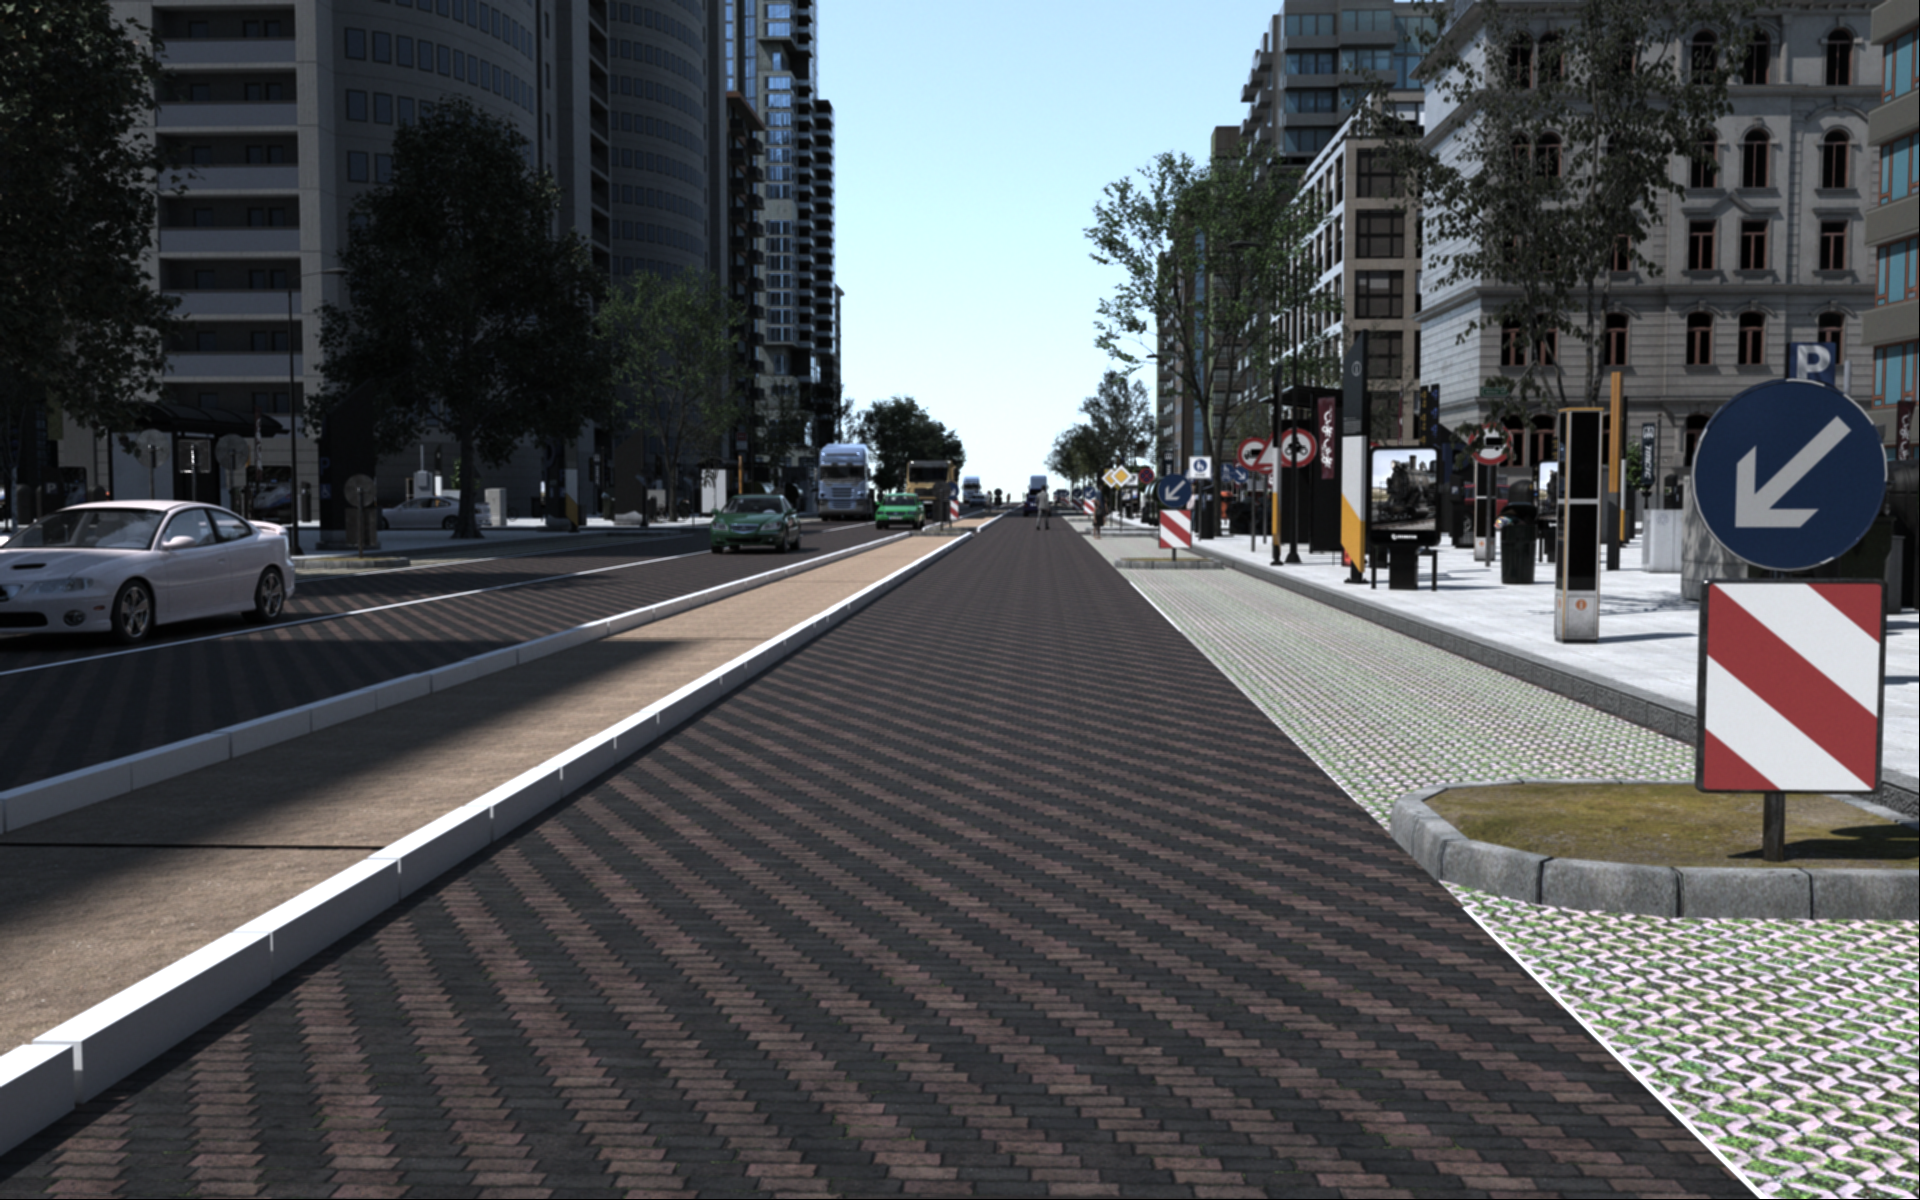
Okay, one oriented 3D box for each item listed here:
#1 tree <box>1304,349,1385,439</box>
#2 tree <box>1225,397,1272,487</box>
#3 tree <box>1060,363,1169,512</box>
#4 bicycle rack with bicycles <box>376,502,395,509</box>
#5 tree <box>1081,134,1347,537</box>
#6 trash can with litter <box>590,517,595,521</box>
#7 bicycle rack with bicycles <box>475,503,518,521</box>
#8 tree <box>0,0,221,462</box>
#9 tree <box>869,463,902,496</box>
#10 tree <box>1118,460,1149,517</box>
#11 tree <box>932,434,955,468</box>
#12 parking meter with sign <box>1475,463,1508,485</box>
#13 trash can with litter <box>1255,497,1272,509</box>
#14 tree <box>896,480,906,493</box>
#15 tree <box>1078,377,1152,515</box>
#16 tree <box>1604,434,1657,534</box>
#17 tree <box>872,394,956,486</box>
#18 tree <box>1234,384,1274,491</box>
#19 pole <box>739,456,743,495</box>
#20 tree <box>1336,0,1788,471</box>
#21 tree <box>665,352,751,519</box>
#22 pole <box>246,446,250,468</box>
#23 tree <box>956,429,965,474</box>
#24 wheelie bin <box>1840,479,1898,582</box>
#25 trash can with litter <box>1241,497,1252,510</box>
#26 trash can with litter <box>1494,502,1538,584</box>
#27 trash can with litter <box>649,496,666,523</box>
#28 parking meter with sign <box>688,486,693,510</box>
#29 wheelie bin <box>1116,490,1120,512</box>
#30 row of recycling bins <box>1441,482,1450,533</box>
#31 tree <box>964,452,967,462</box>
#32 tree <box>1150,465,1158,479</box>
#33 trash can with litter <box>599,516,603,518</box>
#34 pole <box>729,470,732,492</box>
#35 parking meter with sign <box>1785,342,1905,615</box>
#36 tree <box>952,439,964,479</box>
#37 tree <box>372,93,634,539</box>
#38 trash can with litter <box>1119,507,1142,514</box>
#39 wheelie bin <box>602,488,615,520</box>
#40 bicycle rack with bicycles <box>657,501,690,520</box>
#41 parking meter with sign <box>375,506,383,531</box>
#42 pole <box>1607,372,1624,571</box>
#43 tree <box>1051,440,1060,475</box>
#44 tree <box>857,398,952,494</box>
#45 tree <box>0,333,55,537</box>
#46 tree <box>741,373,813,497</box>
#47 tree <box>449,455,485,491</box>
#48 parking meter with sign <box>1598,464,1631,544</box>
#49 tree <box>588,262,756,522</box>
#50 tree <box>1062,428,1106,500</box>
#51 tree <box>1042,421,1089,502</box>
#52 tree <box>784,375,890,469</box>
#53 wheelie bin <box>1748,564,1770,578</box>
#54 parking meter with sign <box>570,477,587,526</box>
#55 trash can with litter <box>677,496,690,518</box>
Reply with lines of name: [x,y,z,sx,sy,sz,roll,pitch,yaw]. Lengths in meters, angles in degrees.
tree: [19.099,-8.365,87.128,4.737,8.622,4.395,0,3,0]
tree: [21.887,-11.043,130.919,4.737,8.622,4.395,0,3,0]
tree: [11.397,-11.579,123.733,7.601,10.594,8.767,0,4,7]
bicycle rack with bicycles: [-27.634,-4.088,80.221,2.925,0.926,2.852,0,4,-1]
tree: [7.577,-7.697,51.598,9.928,11.665,9.643,0,3,0]
trash can with litter: [-18.927,-4.424,83.388,2.233,1.210,1.678,3,5,42]
bicycle rack with bicycles: [-22.490,-4.216,82.314,2.925,0.926,2.852,-2,4,-25]
tree: [-15.112,-6.559,24.250,9.611,12.733,9.660,0,3,0]
tree: [-7.765,-11.981,179.606,4.285,4.588,4.351,0,3,0]
tree: [9.345,-6.165,95.404,1.663,3.219,1.824,0,3,0]
tree: [-3.885,-20.485,269.346,7.601,10.594,8.767,-1,4,-11]
parking meter with sign: [21.284,-4.419,68.512,1.738,3.016,0.543,1,4,11]
trash can with litter: [11.860,-3.371,66.499,0.624,1.170,1.055,-1,4,-21]
tree: [-6.881,-12.901,205.530,1.663,3.219,1.824,0,3,0]
tree: [9.940,-9.562,106.694,4.360,8.622,3.978,0,3,0]
tree: [21.742,-3.748,55.887,1.663,3.219,1.824,0,3,0]
tree: [-6.412,-18.974,216.872,9.857,13.997,8.962,0,3,0]
tree: [19.804,-9.860,111.577,4.360,8.622,3.978,0,3,0]
pole: [-11.659,-6.014,92.167,0.158,3.312,0.155,0,3,0]
tree: [6.412,-4.149,18.201,4.360,8.622,3.978,0,3,0]
tree: [-12.887,-8.481,89.019,4.360,8.622,3.978,0,3,0]
pole: [-29.969,-4.839,72.964,0.158,3.312,0.155,0,3,0]
tree: [-3.419,-23.467,290.339,9.857,13.997,8.962,0,3,0]
wheelie bin: [8.486,-0.526,16.502,0.693,1.594,0.980,1,4,12]
trash can with litter: [12.685,-4.005,76.870,0.624,1.170,1.055,3,5,39]
trash can with litter: [7.969,-0.829,24.946,0.624,1.170,1.055,1,4,12]
trash can with litter: [-13.713,-3.965,75.887,1.678,1.210,2.233,1,4,17]
parking meter with sign: [-21.892,-8.924,142.169,0.543,3.016,1.738,0,4,7]
wheelie bin: [11.766,-7.191,125.487,0.980,1.594,0.693,1,4,13]
row of recycling bins: [15.054,-3.115,58.050,3.534,1.692,1.069,1,4,22]
tree: [-2.345,-23.036,302.397,9.928,11.665,9.643,0,3,0]
tree: [10.541,-6.414,99.471,1.663,3.219,1.824,0,3,0]
trash can with litter: [-19.039,-5.075,94.041,1.678,1.210,2.233,-1,4,-11]
pole: [-17.461,-8.450,131.995,0.158,3.312,0.155,0,3,0]
parking meter with sign: [9.810,-1.400,19.148,0.543,3.016,1.738,0,4,-3]
tree: [-5.678,-19.119,238.352,9.928,11.665,9.643,0,3,0]
tree: [-14.177,-8.128,49.896,9.611,12.733,9.660,0,3,0]
trash can with litter: [11.721,-6.291,113.909,2.233,1.210,1.678,3,5,40]
wheelie bin: [-17.279,-4.749,85.554,0.693,1.594,0.980,2,4,35]
bicycle rack with bicycles: [-14.731,-4.435,85.902,2.925,0.926,2.852,-3,4,-38]
parking meter with sign: [-20.874,-3.892,59.892,0.543,3.016,1.738,3,5,42]
pole: [10.984,-2.152,29.033,0.158,3.312,0.155,0,3,0]
tree: [16.700,-18.108,230.470,7.601,10.594,8.767,1,4,20]
tree: [-7.739,-16.031,187.867,9.928,11.665,9.643,0,3,0]
tree: [-26.641,-5.991,48.323,4.360,8.622,3.978,0,3,0]
tree: [-10.909,-9.446,104.798,4.737,8.622,4.395,0,3,0]
tree: [-22.606,-5.126,78.416,1.663,3.219,1.824,0,3,0]
parking meter with sign: [16.277,-2.945,44.404,1.738,3.016,0.543,0,4,-4]
tree: [-13.125,-9.348,78.596,9.928,11.665,9.643,0,3,0]
tree: [13.799,-14.476,187.037,4.737,8.622,4.395,0,3,0]
tree: [18.854,-23.223,290.072,12.009,13.543,11.850,0,3,0]
tree: [-9.616,-12.259,134.852,8.767,10.594,7.601,0,4,-6]
wheelie bin: [11.211,-1.004,24.321,0.693,1.594,0.980,2,4,29]
parking meter with sign: [-15.611,-4.463,69.223,0.543,3.016,1.738,2,4,24]
trash can with litter: [-15.006,-4.987,92.929,1.055,1.170,0.624,0,4,0]
